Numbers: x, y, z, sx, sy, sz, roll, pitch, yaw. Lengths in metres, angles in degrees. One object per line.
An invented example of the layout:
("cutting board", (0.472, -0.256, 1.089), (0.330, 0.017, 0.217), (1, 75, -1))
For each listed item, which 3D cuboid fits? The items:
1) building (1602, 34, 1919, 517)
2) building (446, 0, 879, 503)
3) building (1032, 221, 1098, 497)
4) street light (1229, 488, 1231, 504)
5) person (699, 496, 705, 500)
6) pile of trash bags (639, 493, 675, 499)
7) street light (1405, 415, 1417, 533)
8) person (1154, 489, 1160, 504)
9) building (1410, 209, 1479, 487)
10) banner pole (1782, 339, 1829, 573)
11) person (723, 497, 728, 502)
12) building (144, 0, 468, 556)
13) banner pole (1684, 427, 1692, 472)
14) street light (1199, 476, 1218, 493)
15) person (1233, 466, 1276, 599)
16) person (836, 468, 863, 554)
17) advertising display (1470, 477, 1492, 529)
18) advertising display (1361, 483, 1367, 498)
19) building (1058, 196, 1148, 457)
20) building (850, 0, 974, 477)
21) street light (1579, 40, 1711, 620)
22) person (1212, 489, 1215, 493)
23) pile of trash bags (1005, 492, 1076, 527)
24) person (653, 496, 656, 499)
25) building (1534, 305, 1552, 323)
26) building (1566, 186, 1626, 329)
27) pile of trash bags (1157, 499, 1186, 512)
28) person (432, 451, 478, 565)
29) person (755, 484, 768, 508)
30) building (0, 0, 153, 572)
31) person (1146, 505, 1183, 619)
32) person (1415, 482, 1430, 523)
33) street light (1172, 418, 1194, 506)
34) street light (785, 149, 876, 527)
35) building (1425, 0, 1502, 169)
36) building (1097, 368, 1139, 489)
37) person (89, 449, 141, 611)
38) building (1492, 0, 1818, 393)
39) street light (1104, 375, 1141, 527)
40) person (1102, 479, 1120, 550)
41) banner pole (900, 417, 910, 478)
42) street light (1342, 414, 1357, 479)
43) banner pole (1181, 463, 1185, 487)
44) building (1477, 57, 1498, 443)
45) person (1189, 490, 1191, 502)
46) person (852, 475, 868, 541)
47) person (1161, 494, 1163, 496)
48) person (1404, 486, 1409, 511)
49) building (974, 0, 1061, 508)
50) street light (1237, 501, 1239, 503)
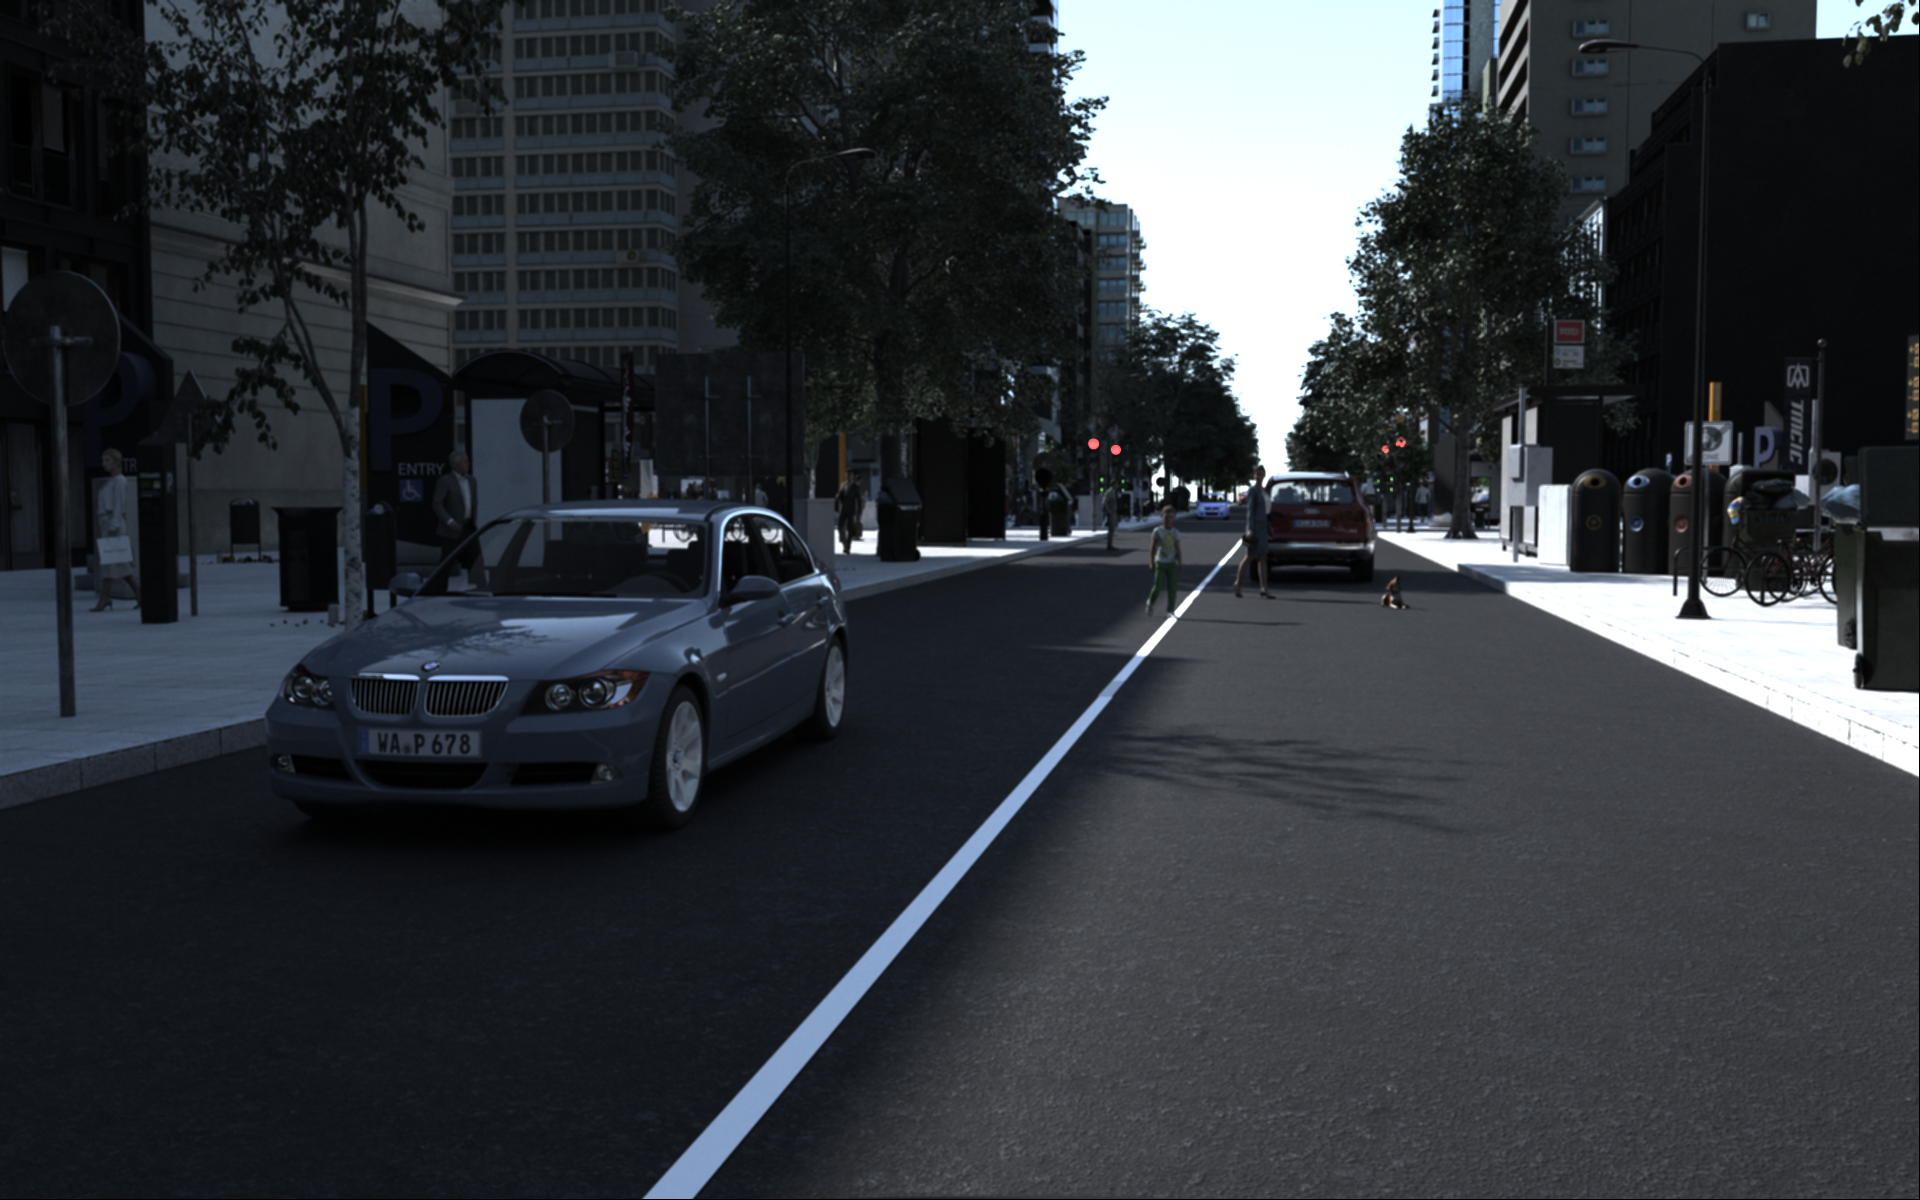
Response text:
("building", (42.429, -16.086, 92.686), (12.332, 23.373, 15.834), (1, 4, 11))
("building", (-19.748, -25.065, 101.701), (32.217, 40.220, 23.993), (1, 4, 11))
("building", (6.600, -25.127, 182.532), (14.160, 30.474, 14.107), (1, 4, 11))
("street light", (27.382, -12.728, 180.643), (1.470, 5.913, 1.316), (1, 4, 11))
("person", (-8.003, -2.576, 53.175), (0.505, 1.210, 0.382), (3, 4, 38))
("pile of trash bags", (-12.364, -3.803, 71.924), (1.912, 1.369, 3.447), (1, 4, 17))
("street light", (14.375, -5.176, 57.169), (1.470, 5.913, 1.316), (1, 4, 11))
("person", (24.588, -12.867, 216.053), (0.705, 1.869, 1.348), (-3, 4, -39))
("building", (73.308, -36.905, 253.509), (14.600, 45.320, 14.200), (1, 4, 11))
("banner pole", (13.705, -2.328, 28.080), (0.863, 3.779, 0.401), (0, 4, -5))
("person", (-10.649, -4.171, 79.736), (0.738, 1.151, 1.012), (2, 4, 29))
("building", (-29.138, -12.786, 42.340), (30.059, 22.955, 16.112), (1, 4, 11))
("banner pole", (27.462, -4.590, 65.062), (0.863, 3.779, 0.401), (0, 4, -1))
("street light", (20.179, -10.363, 141.970), (1.470, 5.913, 1.316), (1, 4, 11))
("person", (4.080, -0.940, 23.895), (0.581, 1.822, 0.654), (-2, 4, -34))
("person", (-2.381, -1.908, 37.209), (0.622, 1.834, 0.822), (1, 4, 11))
("advertising display", (19.214, -3.591, 63.934), (0.123, 1.923, 0.974), (-2, 4, -30))
("advertising display", (22.730, -5.605, 96.850), (0.123, 1.923, 0.974), (-1, 4, -23))
("building", (19.026, -40.684, 284.793), (23.786, 49.044, 30.456), (1, 4, 11))
("building", (-7.645, -42.264, 129.273), (20.563, 71.187, 20.611), (1, 4, 11))
("street light", (7.041, -2.769, 17.811), (1.470, 5.913, 1.316), (1, 4, 11))
("person", (18.141, -7.068, 124.163), (0.391, 1.810, 0.635), (0, 4, 1))
("pile of trash bags", (2.876, -3.647, 69.375), (3.447, 1.369, 1.912), (-2, 4, -34))
("person", (-11.043, -3.172, 62.925), (0.382, 1.210, 0.505), (-1, 4, -11))
("building", (48.606, -16.649, 126.964), (10.420, 20.320, 16.860), (1, 4, 11))
("building", (43.787, -15.943, 109.816), (9.793, 20.994, 18.267), (1, 4, 11))
("pile of trash bags", (15.969, -7.246, 128.229), (1.912, 1.369, 3.447), (2, 4, 30))
("person", (-5.690, -0.823, 19.898), (0.834, 1.777, 0.661), (1, 4, 23))
("person", (-7.778, -3.591, 67.306), (0.635, 1.810, 0.391), (-1, 4, -12))
("building", (-22.440, -11.946, 24.998), (12.332, 23.373, 15.834), (1, 4, 11))
("person", (2.357, -0.443, 19.990), (0.306, 1.304, 0.590), (-2, 4, -23))
("person", (20.903, -4.421, 78.166), (0.661, 1.843, 0.795), (0, 4, -3))
("street light", (13.588, -8.175, 106.204), (1.470, 5.913, 1.316), (1, 4, 11))
("street light", (-1.813, -3.120, 23.551), (1.470, 5.913, 1.316), (1, 4, 11))
("building", (82.224, -58.769, 273.541), (22.319, 86.520, 31.000), (1, 4, 11))
("building", (11.760, -25.176, 256.665), (27.650, 21.520, 28.899), (1, 4, 11))
("person", (-9.271, -0.776, 19.083), (0.624, 1.780, 0.694), (-2, 4, -24))
("building", (57.083, -31.886, 145.043), (21.300, 48.544, 21.600), (1, 4, 11))
("street light", (6.344, -5.815, 67.609), (1.470, 5.913, 1.316), (1, 4, 11))
("person", (3.907, -2.200, 44.570), (0.391, 1.810, 0.635), (1, 4, 17))
("banner pole", (-1.739, -3.628, 49.339), (0.863, 3.779, 0.401), (-3, 4, -37))
("street light", (22.279, -7.784, 99.816), (1.470, 5.913, 1.316), (1, 4, 11))
("banner pole", (17.831, -9.082, 138.508), (0.401, 3.779, 0.863), (-1, 4, -12))
("building", (56.495, -29.429, 164.754), (14.154, 41.232, 14.086), (1, 4, 11))
("person", (35.532, -16.041, 268.174), (0.709, 1.838, 0.599), (0, 4, 5))
("person", (-2.733, -2.527, 47.538), (0.466, 1.800, 0.511), (-1, 4, -20))
("person", (24.499, -12.256, 206.452), (1.348, 1.821, 0.705), (3, 4, 36))
("person", (24.867, -5.482, 96.431), (0.760, 1.731, 0.466), (0, 4, -6))
("building", (-1.673, -51.742, 158.649), (22.319, 86.520, 31.000), (1, 4, 11))
("street light", (35.379, -15.363, 223.718), (1.470, 5.913, 1.316), (1, 4, 11))
